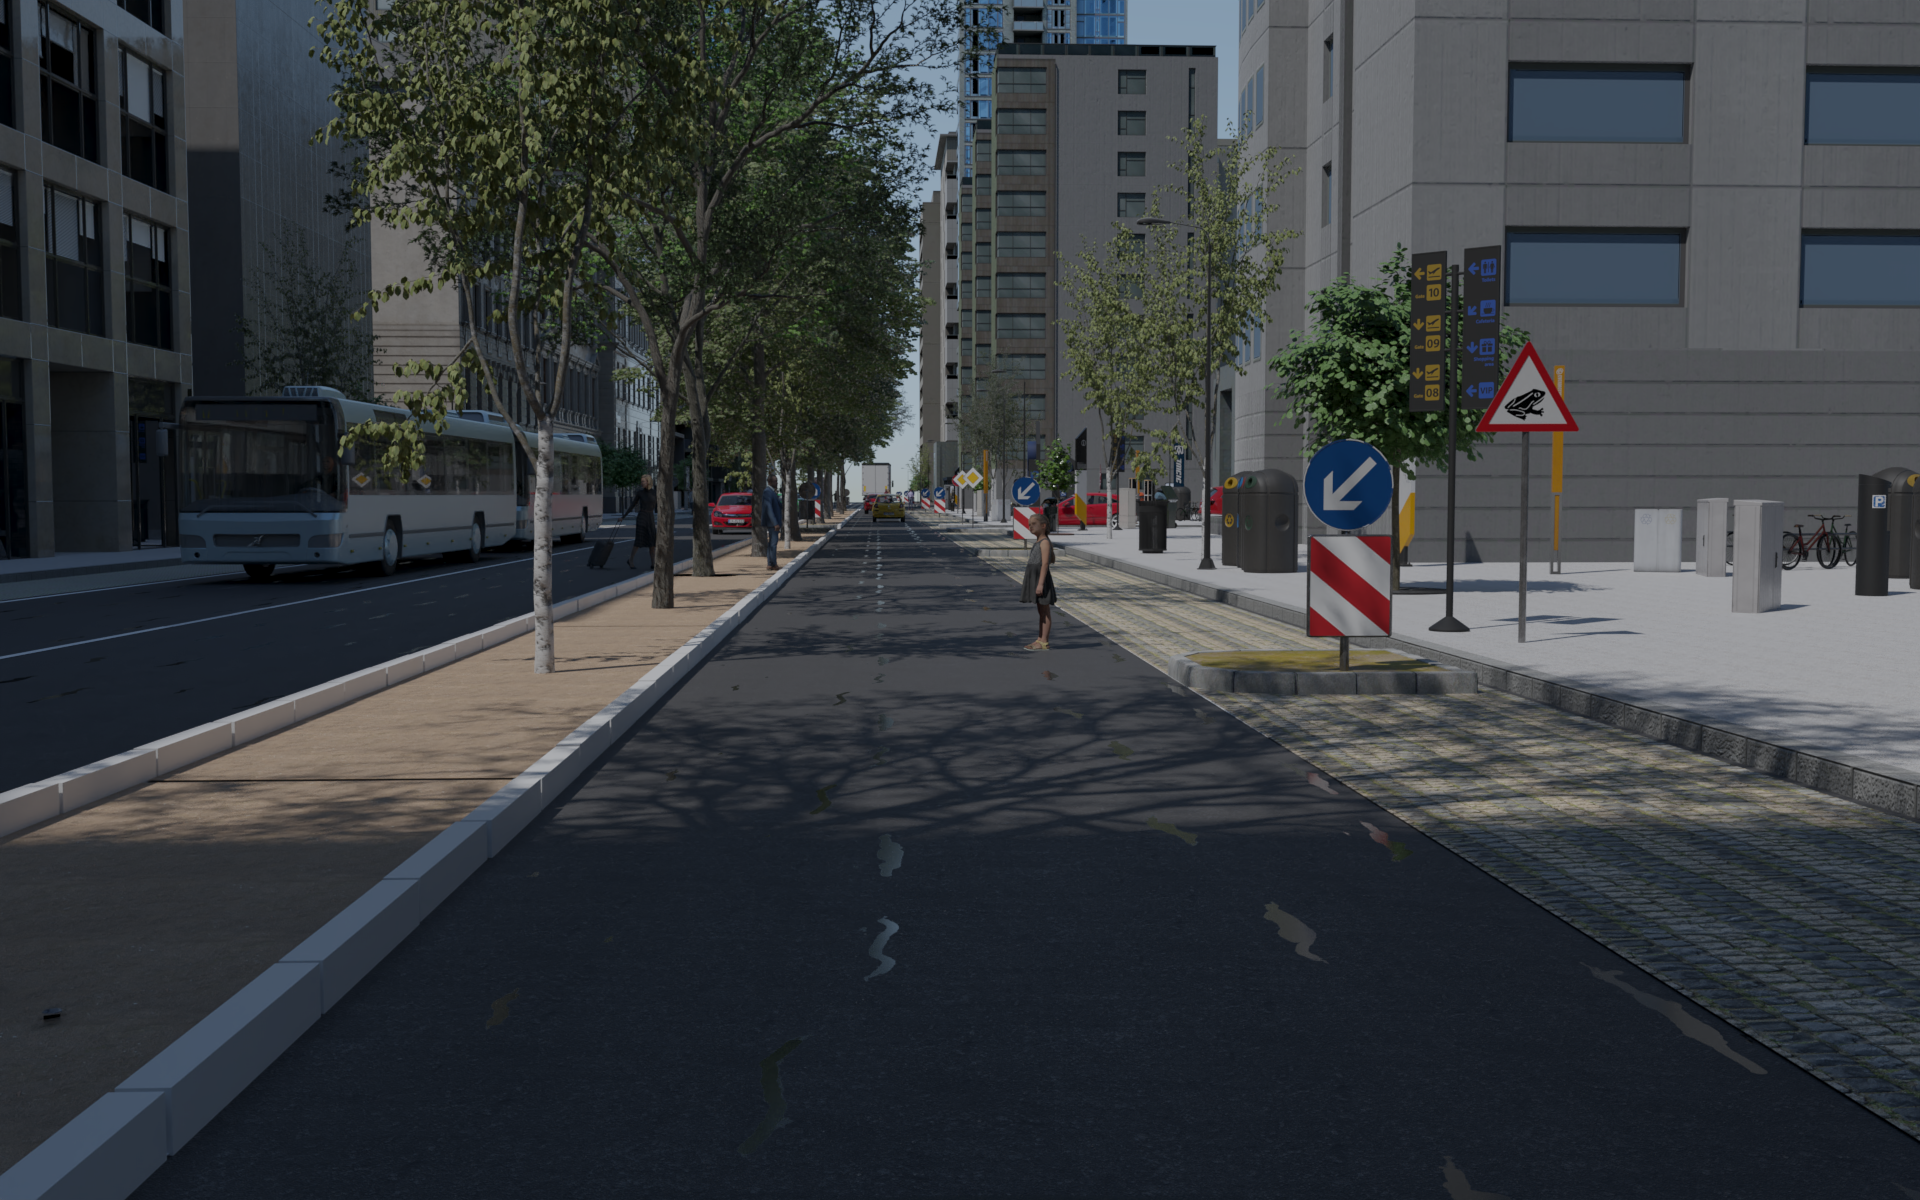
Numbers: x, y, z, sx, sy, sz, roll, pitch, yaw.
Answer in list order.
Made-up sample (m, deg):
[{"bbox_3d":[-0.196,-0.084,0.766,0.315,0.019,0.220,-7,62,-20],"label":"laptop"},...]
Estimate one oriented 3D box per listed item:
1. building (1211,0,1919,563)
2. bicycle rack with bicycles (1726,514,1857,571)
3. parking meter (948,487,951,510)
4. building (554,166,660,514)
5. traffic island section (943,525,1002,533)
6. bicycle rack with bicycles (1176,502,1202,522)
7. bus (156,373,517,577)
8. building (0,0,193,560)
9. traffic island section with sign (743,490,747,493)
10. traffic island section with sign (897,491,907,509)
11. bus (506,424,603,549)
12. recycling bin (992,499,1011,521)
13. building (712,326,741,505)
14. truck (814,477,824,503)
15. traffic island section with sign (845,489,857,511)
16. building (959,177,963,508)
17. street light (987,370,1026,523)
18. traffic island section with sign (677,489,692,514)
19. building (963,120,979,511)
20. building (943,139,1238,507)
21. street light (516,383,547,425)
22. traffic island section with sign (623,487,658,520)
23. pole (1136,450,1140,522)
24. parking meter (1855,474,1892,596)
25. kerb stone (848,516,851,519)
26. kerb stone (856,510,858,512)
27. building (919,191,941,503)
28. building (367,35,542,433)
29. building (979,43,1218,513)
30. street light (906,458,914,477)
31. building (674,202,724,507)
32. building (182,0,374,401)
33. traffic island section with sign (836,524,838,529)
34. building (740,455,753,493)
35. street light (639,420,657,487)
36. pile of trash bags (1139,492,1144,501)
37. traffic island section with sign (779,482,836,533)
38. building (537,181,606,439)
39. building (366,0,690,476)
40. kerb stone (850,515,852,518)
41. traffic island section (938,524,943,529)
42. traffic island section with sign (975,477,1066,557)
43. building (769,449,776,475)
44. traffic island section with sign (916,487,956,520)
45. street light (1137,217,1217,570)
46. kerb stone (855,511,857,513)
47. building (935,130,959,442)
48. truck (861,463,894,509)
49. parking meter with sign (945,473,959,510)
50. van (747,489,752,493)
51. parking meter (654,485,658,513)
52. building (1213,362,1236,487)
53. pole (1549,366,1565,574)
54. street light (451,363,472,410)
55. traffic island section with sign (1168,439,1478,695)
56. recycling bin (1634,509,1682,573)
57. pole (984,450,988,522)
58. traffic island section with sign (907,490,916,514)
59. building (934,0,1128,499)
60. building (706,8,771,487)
[{"bbox_3d":[18.138,-30.764,44.992,21.231,58.520,28.212,0,4,-3],"label":"building"},{"bbox_3d":[14.627,-1.041,30.398,2.925,0.926,2.852,-1,4,-19],"label":"bicycle rack with bicycles"},{"bbox_3d":[-0.703,-7.969,135.997,0.399,1.863,0.255,-2,4,-29],"label":"parking meter"},{"bbox_3d":[-28.737,-20.010,124.425,12.463,27.353,25.104,0,4,-3],"label":"building"},{"bbox_3d":[0.506,-2.608,64.929,2.009,0.180,2.903,0,4,-3],"label":"traffic island section"},{"bbox_3d":[11.530,-4.167,81.518,2.925,0.926,2.852,-1,4,-14],"label":"bicycle rack with bicycles"},{"bbox_3d":[-11.198,-2.322,32.832,2.948,3.499,13.247,0,4,-2],"label":"bus"},{"bbox_3d":[-27.575,-13.452,24.455,19.350,26.468,34.151,0,4,-3],"label":"building"},{"bbox_3d":[-21.152,-9.954,171.380,1.989,1.847,2.006,0,4,-3],"label":"traffic island section with sign"},{"bbox_3d":[-4.953,-9.990,171.970,1.989,1.847,2.006,0,4,-3],"label":"traffic island section with sign"},{"bbox_3d":[-12.051,-3.211,47.354,2.948,3.499,13.247,0,4,-3],"label":"bus"},{"bbox_3d":[1.954,-4.255,82.118,0.722,1.027,0.722,-1,4,-21],"label":"recycling bin"},{"bbox_3d":[-34.273,-26.843,210.586,14.160,30.474,14.107,0,4,-3],"label":"building"},{"bbox_3d":[-23.464,-18.192,286.349,2.839,4.237,11.283,0,4,-4],"label":"truck"},{"bbox_3d":[-9.709,-8.513,147.320,2.006,1.907,1.989,0,4,-3],"label":"traffic island section with sign"},{"bbox_3d":[6.804,-23.779,160.482,14.160,30.474,14.107,0,4,-3],"label":"building"},{"bbox_3d":[1.873,-5.647,64.867,1.470,5.913,1.316,0,4,-3],"label":"street light"},{"bbox_3d":[-18.785,-6.917,121.723,1.989,1.847,2.006,0,4,-3],"label":"traffic island section with sign"},{"bbox_3d":[7.873,-22.354,137.195,14.160,30.474,14.107,0,4,-3],"label":"building"},{"bbox_3d":[14.505,-29.829,179.588,32.217,40.220,23.993,0,4,-3],"label":"building"},{"bbox_3d":[-17.897,-6.096,72.214,1.470,5.913,1.316,0,4,-3],"label":"street light"},{"bbox_3d":[-17.490,-5.270,94.799,1.989,1.847,2.006,0,4,-3],"label":"traffic island section with sign"},{"bbox_3d":[8.284,-5.321,80.844,0.158,3.312,0.155,0,3,0],"label":"pole"},{"bbox_3d":[11.515,-0.821,21.833,0.372,1.533,0.369,0,3,0],"label":"parking meter"},{"bbox_3d":[-5.940,-4.195,90.783,0.120,0.150,1.000,0,4,-3],"label":"kerb stone"},{"bbox_3d":[-7.352,-6.011,120.482,0.120,0.150,1.000,0,4,-3],"label":"kerb stone"},{"bbox_3d":[4.529,-39.642,271.851,21.300,48.544,21.600,0,4,-3],"label":"building"},{"bbox_3d":[-26.223,-14.231,81.830,9.793,20.994,18.267,0,4,-3],"label":"building"},{"bbox_3d":[8.956,-21.006,115.155,14.160,30.474,14.107,0,4,-3],"label":"building"},{"bbox_3d":[-6.250,-16.060,235.123,1.470,5.913,1.316,0,4,-3],"label":"street light"},{"bbox_3d":[-37.576,-32.630,188.118,22.147,44.769,28.867,0,4,-3],"label":"building"},{"bbox_3d":[-35.232,-14.387,54.287,30.058,24.678,14.314,0,4,-3],"label":"building"},{"bbox_3d":[-6.104,-3.922,72.268,2.006,1.907,1.989,0,4,-3],"label":"traffic island section with sign"},{"bbox_3d":[-39.562,-36.148,245.649,22.147,44.769,28.867,0,4,-3],"label":"building"},{"bbox_3d":[-19.606,-8.347,109.014,1.470,5.913,1.316,0,4,-3],"label":"street light"},{"bbox_3d":[8.823,-5.252,95.622,3.447,1.369,1.912,3,5,44],"label":"pile of trash bags"},{"bbox_3d":[-5.760,-3.470,64.869,2.006,1.907,1.989,0,4,-3],"label":"traffic island section with sign"},{"bbox_3d":[-27.911,-16.229,101.498,11.583,22.565,21.152,0,4,-3],"label":"building"},{"bbox_3d":[-39.508,-34.871,159.375,28.713,52.752,27.495,0,4,-3],"label":"building"},{"bbox_3d":[-6.132,-4.443,94.872,0.120,0.150,1.000,0,4,-3],"label":"kerb stone"},{"bbox_3d":[0.124,-3.096,72.905,2.009,0.180,2.903,0,4,-3],"label":"traffic island section"},{"bbox_3d":[1.363,-1.933,40.236,1.989,1.847,2.006,0,4,-3],"label":"traffic island section with sign"},{"bbox_3d":[-39.192,-39.635,298.146,14.600,45.320,14.200,0,4,-3],"label":"building"},{"bbox_3d":[-1.253,-5.283,95.006,1.989,1.847,2.006,0,4,-3],"label":"traffic island section with sign"},{"bbox_3d":[3.664,-3.471,29.284,1.470,5.913,1.316,0,4,-3],"label":"street light"},{"bbox_3d":[-7.159,-5.760,116.378,0.120,0.150,1.000,0,4,-3],"label":"kerb stone"},{"bbox_3d":[11.085,-40.261,247.506,28.713,52.752,27.495,0,4,-3],"label":"building"},{"bbox_3d":[-7.609,-10.420,159.273,2.839,4.237,11.283,0,4,-1],"label":"truck"},{"bbox_3d":[-0.925,-8.915,142.017,1.738,3.016,0.543,0,4,-3],"label":"parking meter with sign"},{"bbox_3d":[-16.597,-8.170,140.582,2.013,2.044,4.112,0,4,-1],"label":"van"},{"bbox_3d":[-20.154,-6.682,114.962,0.255,1.863,0.399,0,4,-7],"label":"parking meter"},{"bbox_3d":[28.730,-47.275,85.619,31.000,86.520,22.319,0,4,-3],"label":"building"},{"bbox_3d":[9.522,-2.066,27.617,0.158,3.312,0.155,0,3,0],"label":"pole"},{"bbox_3d":[-17.245,-5.397,60.778,1.470,5.913,1.316,0,4,-3],"label":"street light"},{"bbox_3d":[2.653,-0.282,13.234,1.989,1.847,2.006,0,4,-3],"label":"traffic island section with sign"},{"bbox_3d":[11.556,-0.986,28.683,0.722,1.027,0.722,1,4,22],"label":"recycling bin"},{"bbox_3d":[1.194,-5.275,80.094,0.158,3.312,0.155,0,3,0],"label":"pole"},{"bbox_3d":[-2.551,-6.930,121.930,1.989,1.847,2.006,0,4,-3],"label":"traffic island section with sign"},{"bbox_3d":[8.511,-54.599,205.365,22.319,86.520,31.000,0,4,-3],"label":"building"},{"bbox_3d":[-41.136,-58.810,274.212,22.319,86.520,31.000,0,4,-3],"label":"building"}]
